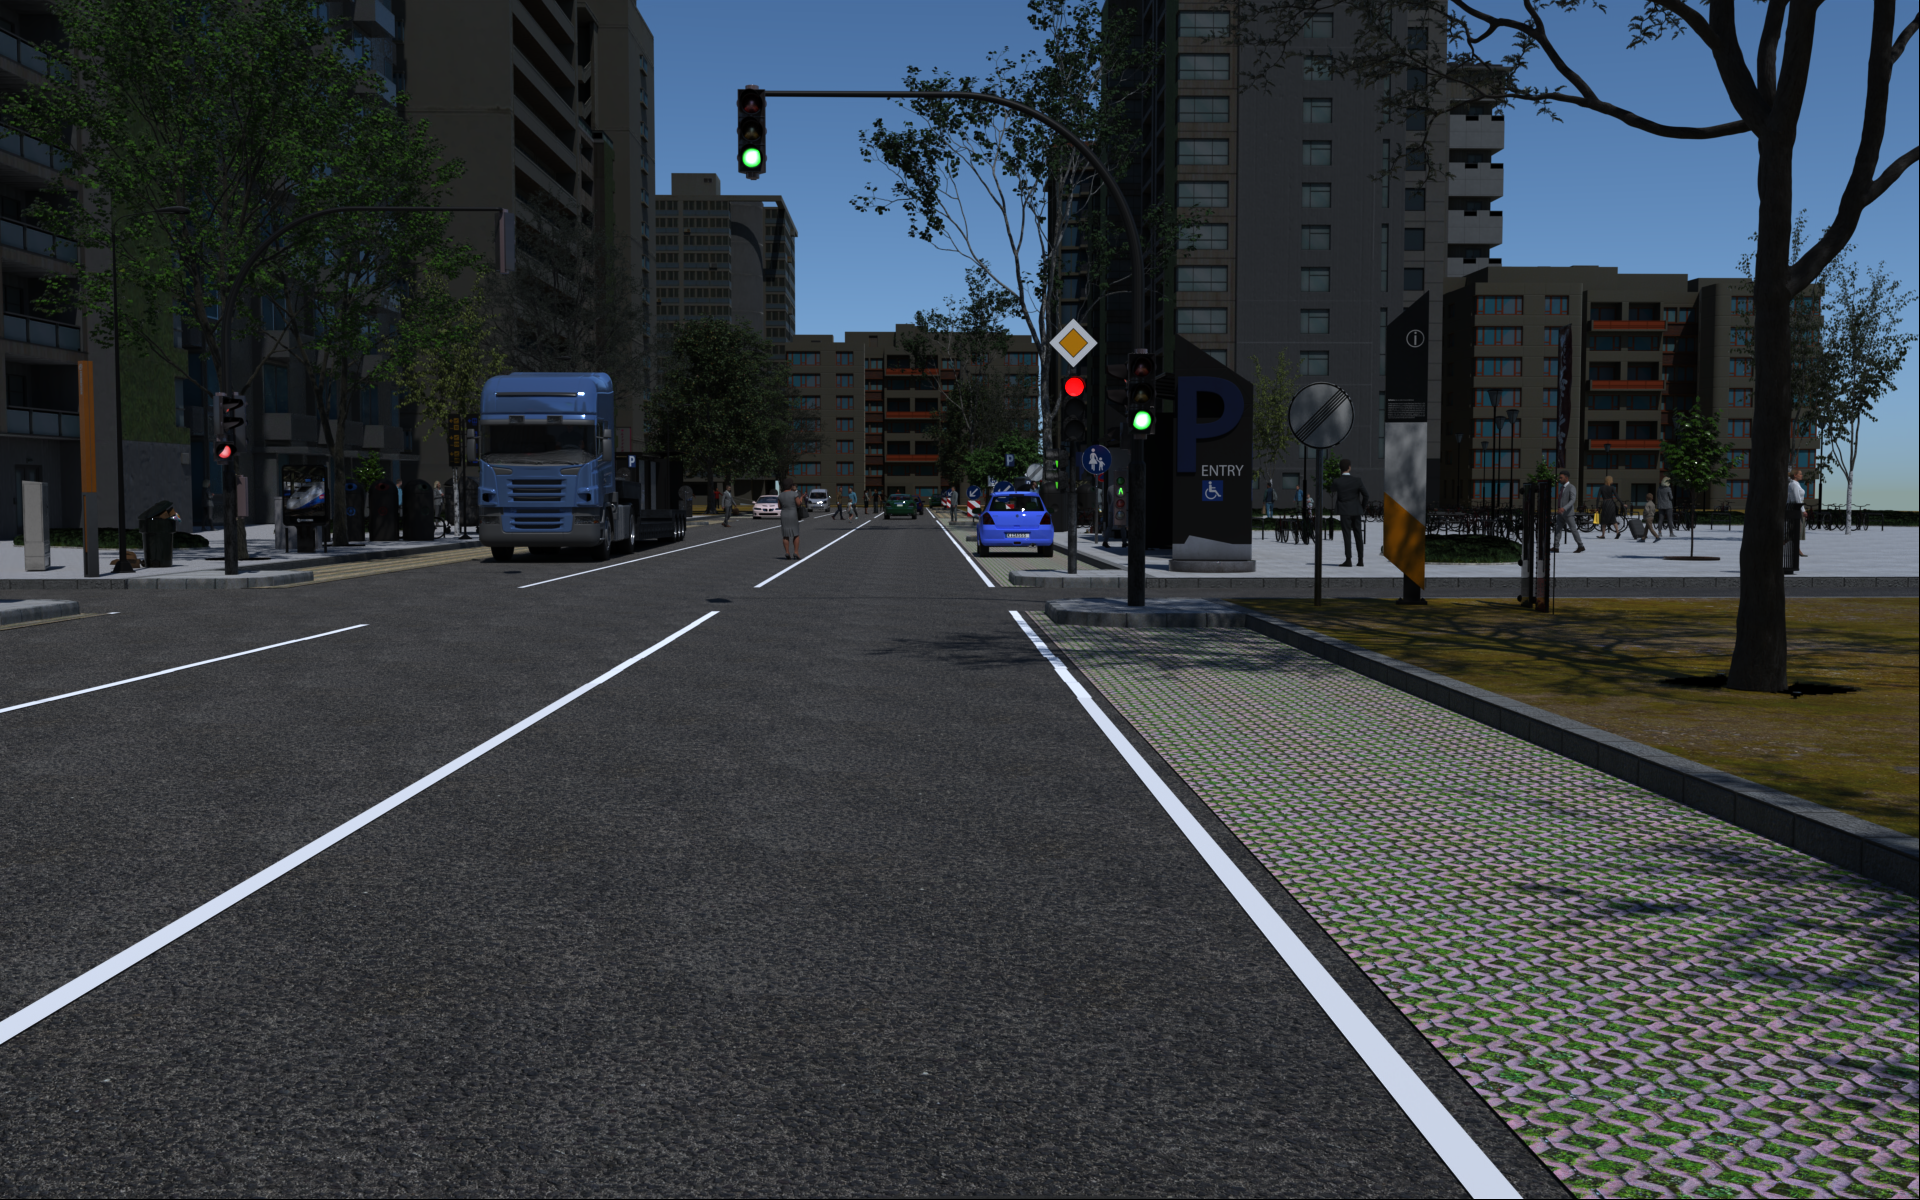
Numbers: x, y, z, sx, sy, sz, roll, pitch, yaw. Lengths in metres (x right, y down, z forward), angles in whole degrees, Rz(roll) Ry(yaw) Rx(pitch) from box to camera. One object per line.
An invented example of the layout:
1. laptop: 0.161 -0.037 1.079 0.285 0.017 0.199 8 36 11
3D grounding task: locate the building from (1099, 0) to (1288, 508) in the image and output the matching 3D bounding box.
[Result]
1. building: 18.623 -28.276 145.902 14.154 41.232 14.086 0 4 -1

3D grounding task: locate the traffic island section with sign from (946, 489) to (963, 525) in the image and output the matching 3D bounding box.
1. traffic island section with sign: 0.497 -4.336 79.517 1.989 1.847 2.006 0 4 -1

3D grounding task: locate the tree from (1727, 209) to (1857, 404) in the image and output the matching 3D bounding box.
1. tree: 22.177 -5.836 45.779 4.360 8.622 3.978 0 3 0

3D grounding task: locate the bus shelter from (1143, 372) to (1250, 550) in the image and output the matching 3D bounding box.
1. bus shelter: 4.734 -2.769 36.560 1.731 3.624 6.357 0 4 -2

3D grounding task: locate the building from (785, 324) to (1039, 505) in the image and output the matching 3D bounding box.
1. building: -5.786 -22.408 211.403 28.899 21.520 27.650 0 4 -1

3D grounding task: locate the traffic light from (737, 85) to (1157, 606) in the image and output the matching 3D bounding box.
1. traffic light: -0.091 -2.749 19.607 4.771 5.953 1.251 0 4 -1

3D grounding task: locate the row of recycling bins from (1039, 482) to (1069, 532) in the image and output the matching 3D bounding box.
1. row of recycling bins: 3.283 -3.224 59.818 1.069 1.692 3.534 0 4 7

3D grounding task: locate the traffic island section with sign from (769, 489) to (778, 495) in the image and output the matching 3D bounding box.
1. traffic island section with sign: -13.962 -7.439 130.258 1.989 1.847 2.006 0 4 -1

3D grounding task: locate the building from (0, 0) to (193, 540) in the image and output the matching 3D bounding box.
1. building: -31.885 -22.305 48.280 14.154 41.232 14.086 0 4 -1

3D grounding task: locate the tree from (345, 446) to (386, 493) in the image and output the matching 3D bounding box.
1. tree: -23.492 -4.572 69.355 1.663 3.219 1.824 0 3 0

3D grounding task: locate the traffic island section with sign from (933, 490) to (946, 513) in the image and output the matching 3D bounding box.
1. traffic island section with sign: -0.820 -7.400 129.620 1.989 1.847 2.006 0 4 -1

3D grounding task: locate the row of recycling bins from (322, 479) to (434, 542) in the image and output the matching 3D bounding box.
1. row of recycling bins: -16.155 -2.444 47.066 3.534 1.692 1.069 -2 4 -24

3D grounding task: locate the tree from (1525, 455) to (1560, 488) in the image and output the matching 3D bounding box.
1. tree: 28.585 -5.542 85.211 1.663 3.219 1.824 0 3 0

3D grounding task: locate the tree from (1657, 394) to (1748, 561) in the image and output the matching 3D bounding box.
1. tree: 14.426 -2.392 33.711 1.663 3.219 1.824 0 3 0

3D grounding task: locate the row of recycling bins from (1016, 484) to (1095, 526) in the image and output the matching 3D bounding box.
1. row of recycling bins: 3.896 -3.863 70.275 3.534 1.692 1.069 -2 4 -24

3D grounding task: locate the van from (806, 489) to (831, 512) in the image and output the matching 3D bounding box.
1. van: -11.263 -8.021 138.153 2.013 2.044 4.112 0 4 -1

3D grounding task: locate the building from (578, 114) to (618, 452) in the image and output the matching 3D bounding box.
1. building: -34.290 -22.004 131.472 14.160 30.474 14.107 0 4 -1

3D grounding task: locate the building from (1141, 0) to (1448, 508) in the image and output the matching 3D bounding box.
1. building: 22.731 -42.173 127.772 20.563 71.187 20.611 0 4 -1

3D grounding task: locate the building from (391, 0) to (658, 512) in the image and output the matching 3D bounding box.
1. building: -39.566 -32.574 156.281 21.600 48.544 21.300 0 4 -1

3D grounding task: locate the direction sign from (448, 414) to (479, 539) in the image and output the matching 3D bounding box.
1. direction sign: -14.029 -3.487 49.015 0.876 3.537 0.379 0 4 6

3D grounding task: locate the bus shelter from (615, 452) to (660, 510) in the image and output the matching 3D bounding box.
1. bus shelter: -16.818 -6.701 87.193 2.179 5.291 8.768 0 4 -1

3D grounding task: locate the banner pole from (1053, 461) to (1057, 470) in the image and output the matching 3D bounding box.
1. banner pole: 5.395 -6.791 101.057 0.863 3.779 0.401 3 4 36

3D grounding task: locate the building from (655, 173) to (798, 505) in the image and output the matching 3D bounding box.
1. building: -32.451 -31.836 212.401 23.993 40.220 32.217 0 4 -1

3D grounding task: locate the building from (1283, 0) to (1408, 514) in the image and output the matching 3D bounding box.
1. building: 19.924 -26.159 111.292 14.154 41.232 14.086 0 4 -1

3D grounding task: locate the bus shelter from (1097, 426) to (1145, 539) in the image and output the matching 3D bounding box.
1. bus shelter: 5.044 -3.266 47.329 2.014 3.302 5.546 0 4 -1

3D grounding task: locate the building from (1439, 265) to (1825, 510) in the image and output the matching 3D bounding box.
1. building: 56.126 -19.012 155.882 28.899 21.520 27.650 0 4 -1

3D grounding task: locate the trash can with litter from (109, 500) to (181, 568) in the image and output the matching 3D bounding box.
1. trash can with litter: -14.149 -1.144 30.089 0.624 1.170 1.055 3 4 38

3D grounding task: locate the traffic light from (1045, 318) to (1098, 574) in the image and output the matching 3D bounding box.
1. traffic light: 1.790 -2.377 27.785 0.839 4.253 0.868 0 4 -1

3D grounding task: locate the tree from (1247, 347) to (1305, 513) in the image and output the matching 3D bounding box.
1. tree: 15.736 -8.390 87.544 4.737 8.622 4.395 0 3 0

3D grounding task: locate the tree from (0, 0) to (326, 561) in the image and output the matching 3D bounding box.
1. tree: -14.165 -6.579 33.318 9.928 11.665 9.643 0 3 0

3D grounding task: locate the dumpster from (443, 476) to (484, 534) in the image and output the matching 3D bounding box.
1. dumpster: -16.068 -3.108 56.569 1.264 1.857 1.865 0 4 -2

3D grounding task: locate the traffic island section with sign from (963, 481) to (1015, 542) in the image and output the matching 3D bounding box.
1. traffic island section with sign: 1.192 -2.684 52.509 1.989 1.847 2.006 0 4 -1

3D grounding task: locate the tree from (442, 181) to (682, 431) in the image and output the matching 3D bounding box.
1. tree: -15.852 -9.712 69.168 12.009 13.543 11.850 0 3 0

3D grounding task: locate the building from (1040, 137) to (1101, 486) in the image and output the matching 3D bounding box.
1. building: 23.254 -33.907 209.008 28.867 44.769 22.147 0 4 -1

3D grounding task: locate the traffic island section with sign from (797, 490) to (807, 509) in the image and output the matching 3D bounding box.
1. traffic island section with sign: -14.670 -9.105 157.487 1.989 1.847 2.006 0 4 -1

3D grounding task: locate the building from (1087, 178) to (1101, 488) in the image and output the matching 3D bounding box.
1. building: 18.610 -23.801 160.843 14.160 30.474 14.107 0 4 -1

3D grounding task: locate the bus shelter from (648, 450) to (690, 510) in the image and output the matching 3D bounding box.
1. bus shelter: -16.060 -6.337 94.896 1.731 3.624 6.357 0 4 -2

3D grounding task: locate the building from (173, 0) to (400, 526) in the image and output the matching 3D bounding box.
1. building: -39.624 -28.141 79.717 23.786 49.044 30.456 0 4 -1

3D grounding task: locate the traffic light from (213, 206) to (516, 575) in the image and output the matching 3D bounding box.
1. traffic light: -9.478 -3.232 27.512 4.771 5.953 1.251 0 4 -1

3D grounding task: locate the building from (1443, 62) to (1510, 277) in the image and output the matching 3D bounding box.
1. building: 51.343 -38.130 212.659 27.495 52.752 28.713 0 4 -1

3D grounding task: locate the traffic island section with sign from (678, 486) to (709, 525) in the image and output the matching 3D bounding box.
1. traffic island section with sign: -12.644 -4.356 79.851 1.989 1.847 2.006 0 4 -1

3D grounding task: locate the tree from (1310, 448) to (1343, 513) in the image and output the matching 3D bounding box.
1. tree: 15.471 -4.769 72.576 1.663 3.219 1.824 0 3 0
